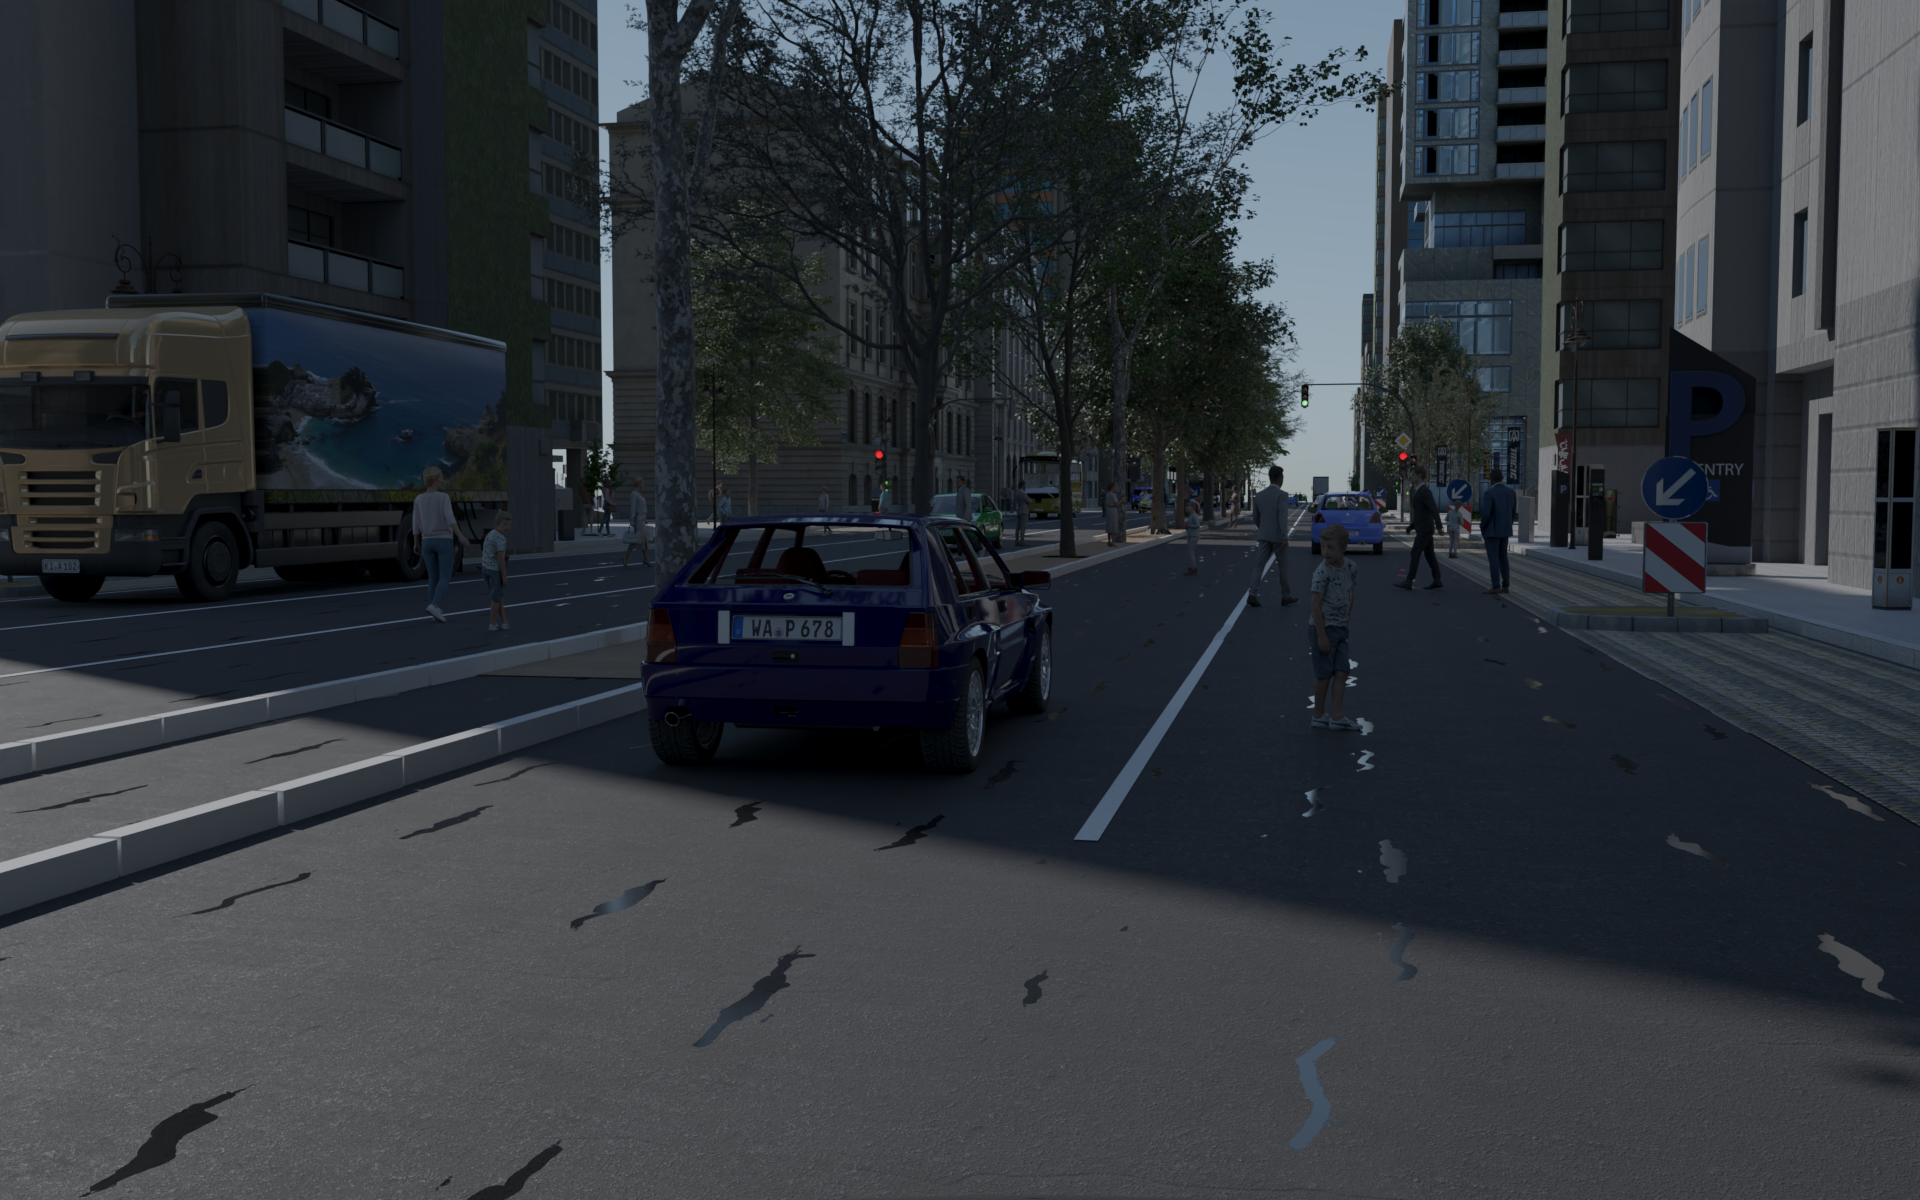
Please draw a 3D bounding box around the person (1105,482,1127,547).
[{"bbox_3d":[4.184,-2.301,46.693,0.524,1.755,0.480,-2,4,-26],"label":"person"}]

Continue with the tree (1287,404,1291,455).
[{"bbox_3d":[13.815,-10.639,94.524,7.486,12.596,7.792,0,3,0],"label":"tree"}]

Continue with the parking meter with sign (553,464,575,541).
[{"bbox_3d":[-11.351,-3.105,47.021,1.738,3.016,0.543,-3,5,-39],"label":"parking meter with sign"}]

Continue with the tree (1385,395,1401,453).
[{"bbox_3d":[25.657,-8.882,95.578,4.360,8.622,3.978,0,3,0],"label":"tree"}]

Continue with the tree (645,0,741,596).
[{"bbox_3d":[-1.627,-9.555,14.574,12.611,20.169,13.585,0,3,0],"label":"tree"}]

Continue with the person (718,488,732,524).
[{"bbox_3d":[-6.821,-2.465,50.609,0.330,1.601,0.589,3,4,36],"label":"person"}]

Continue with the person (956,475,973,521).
[{"bbox_3d":[0.154,-1.816,38.041,0.795,1.843,0.661,-1,4,-12],"label":"person"}]

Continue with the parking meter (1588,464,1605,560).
[{"bbox_3d":[12.337,-1.705,33.581,0.255,1.863,0.399,1,4,16],"label":"parking meter"}]

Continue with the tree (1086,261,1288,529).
[{"bbox_3d":[8.881,-9.079,69.025,7.486,12.596,7.792,0,3,0],"label":"tree"}]

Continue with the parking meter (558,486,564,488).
[{"bbox_3d":[-27.148,-6.863,117.921,0.399,1.863,0.255,3,5,45],"label":"parking meter"}]

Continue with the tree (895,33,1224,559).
[{"bbox_3d":[2.326,-6.750,38.576,9.928,11.665,9.643,0,3,0],"label":"tree"}]

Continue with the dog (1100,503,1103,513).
[{"bbox_3d":[11.203,-7.107,133.041,0.800,0.831,0.513,2,4,26],"label":"dog"}]

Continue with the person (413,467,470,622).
[{"bbox_3d":[-5.848,-0.627,19.429,0.731,1.740,0.598,0,4,4],"label":"person"}]

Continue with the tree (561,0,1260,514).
[{"bbox_3d":[-0.595,-6.996,27.210,12.009,13.543,11.850,0,3,0],"label":"tree"}]

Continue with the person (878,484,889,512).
[{"bbox_3d":[-3.100,-3.875,71.720,0.748,1.841,0.638,2,4,34],"label":"person"}]

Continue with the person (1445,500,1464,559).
[{"bbox_3d":[10.911,-1.557,38.230,0.425,1.301,0.394,2,4,25],"label":"person"}]

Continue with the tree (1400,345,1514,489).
[{"bbox_3d":[25.198,-8.329,86.534,4.360,8.622,3.978,0,3,0],"label":"tree"}]

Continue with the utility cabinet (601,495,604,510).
[{"bbox_3d":[-29.168,-8.030,142.447,0.306,1.237,1.020,1,4,9],"label":"utility cabinet"}]

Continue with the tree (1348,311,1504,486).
[{"bbox_3d":[29.452,-11.754,109.193,9.611,12.733,9.660,0,3,0],"label":"tree"}]

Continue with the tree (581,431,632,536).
[{"bbox_3d":[-11.174,-3.581,53.148,1.663,3.219,1.824,0,3,0],"label":"tree"}]

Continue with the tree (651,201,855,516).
[{"bbox_3d":[-7.955,-9.102,66.947,7.486,12.596,7.792,0,3,0],"label":"tree"}]

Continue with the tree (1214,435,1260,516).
[{"bbox_3d":[17.787,-9.777,112.675,4.737,8.622,4.395,0,3,0],"label":"tree"}]

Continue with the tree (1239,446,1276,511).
[{"bbox_3d":[23.951,-11.557,141.776,4.360,8.622,3.978,0,3,0],"label":"tree"}]

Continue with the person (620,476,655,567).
[{"bbox_3d":[-6.339,-1.537,33.987,0.624,1.780,0.694,1,4,14],"label":"person"}]

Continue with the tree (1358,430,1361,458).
[{"bbox_3d":[37.398,-12.442,153.786,4.737,8.622,4.395,0,3,0],"label":"tree"}]

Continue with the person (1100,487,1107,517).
[{"bbox_3d":[8.882,-6.052,107.249,0.447,1.846,0.655,-2,4,-25],"label":"person"}]

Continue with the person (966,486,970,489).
[{"bbox_3d":[0.275,-4.683,84.875,0.447,1.846,0.655,-3,5,-41],"label":"person"}]

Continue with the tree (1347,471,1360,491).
[{"bbox_3d":[55.314,-15.710,240.563,4.285,4.588,4.351,0,3,0],"label":"tree"}]

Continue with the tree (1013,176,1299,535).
[{"bbox_3d":[6.960,-8.632,60.602,9.611,12.733,9.660,0,3,0],"label":"tree"}]

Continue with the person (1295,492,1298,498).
[{"bbox_3d":[50.716,-15.455,261.726,0.617,1.759,0.750,3,5,44],"label":"person"}]

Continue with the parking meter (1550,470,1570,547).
[{"bbox_3d":[14.511,-2.212,41.876,0.399,1.863,0.255,-1,4,-17],"label":"parking meter"}]

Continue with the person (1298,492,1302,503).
[{"bbox_3d":[51.808,-15.603,264.133,0.617,1.759,0.750,2,4,35],"label":"person"}]

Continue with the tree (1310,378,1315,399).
[{"bbox_3d":[12.066,-10.519,84.819,12.009,13.543,11.850,0,3,0],"label":"tree"}]

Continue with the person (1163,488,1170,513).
[{"bbox_3d":[12.499,-5.950,106.130,0.623,1.781,0.721,-2,4,-35],"label":"person"}]

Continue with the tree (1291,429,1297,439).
[{"bbox_3d":[19.106,-12.112,118.613,7.486,12.596,7.792,0,3,0],"label":"tree"}]

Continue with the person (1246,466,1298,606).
[{"bbox_3d":[3.986,-0.818,22.156,0.850,1.792,0.678,-3,5,-42],"label":"person"}]

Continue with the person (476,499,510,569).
[{"bbox_3d":[-8.776,-1.477,32.621,0.622,1.834,0.822,3,5,42],"label":"person"}]

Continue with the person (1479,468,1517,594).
[{"bbox_3d":[7.711,-0.985,24.794,0.721,1.800,0.419,-2,4,-33],"label":"person"}]

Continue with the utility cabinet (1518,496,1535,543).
[{"bbox_3d":[15.065,-2.133,46.030,0.306,1.237,1.020,2,4,26],"label":"utility cabinet"}]

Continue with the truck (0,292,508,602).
[{"bbox_3d":[-10.421,-2.296,26.460,2.839,4.237,11.283,1,4,10],"label":"truck"}]

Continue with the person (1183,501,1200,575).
[{"bbox_3d":[4.089,-1.092,30.637,0.394,1.301,0.425,-2,4,-31],"label":"person"}]

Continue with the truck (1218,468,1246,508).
[{"bbox_3d":[28.632,-11.800,181.850,2.839,4.237,11.283,1,4,11],"label":"truck"}]

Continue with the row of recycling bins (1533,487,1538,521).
[{"bbox_3d":[28.111,-4.651,83.159,1.069,1.692,3.534,1,4,11],"label":"row of recycling bins"}]

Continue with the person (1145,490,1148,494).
[{"bbox_3d":[16.319,-8.686,150.537,0.620,1.820,0.660,1,4,17],"label":"person"}]

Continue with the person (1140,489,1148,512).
[{"bbox_3d":[14.733,-7.961,138.845,0.721,1.800,0.419,3,5,42],"label":"person"}]

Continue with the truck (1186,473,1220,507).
[{"bbox_3d":[25.871,-11.927,183.917,2.839,4.237,11.283,1,4,13],"label":"truck"}]

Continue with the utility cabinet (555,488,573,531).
[{"bbox_3d":[-13.840,-3.090,59.202,1.173,1.500,0.318,-2,4,-34],"label":"utility cabinet"}]

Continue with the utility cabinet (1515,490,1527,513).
[{"bbox_3d":[27.268,-4.685,85.270,1.173,1.500,0.318,1,4,13],"label":"utility cabinet"}]

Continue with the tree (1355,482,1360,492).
[{"bbox_3d":[55.092,-14.841,237.253,1.663,3.219,1.824,0,3,0],"label":"tree"}]

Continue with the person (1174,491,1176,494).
[{"bbox_3d":[31.603,-15.223,255.656,0.721,1.735,1.217,0,3,0],"label":"person"}]

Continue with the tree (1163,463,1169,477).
[{"bbox_3d":[25.763,-17.204,231.652,4.360,8.622,3.978,0,3,0],"label":"tree"}]

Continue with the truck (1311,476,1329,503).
[{"bbox_3d":[58.201,-17.780,279.611,2.839,4.237,11.283,1,4,11],"label":"truck"}]
